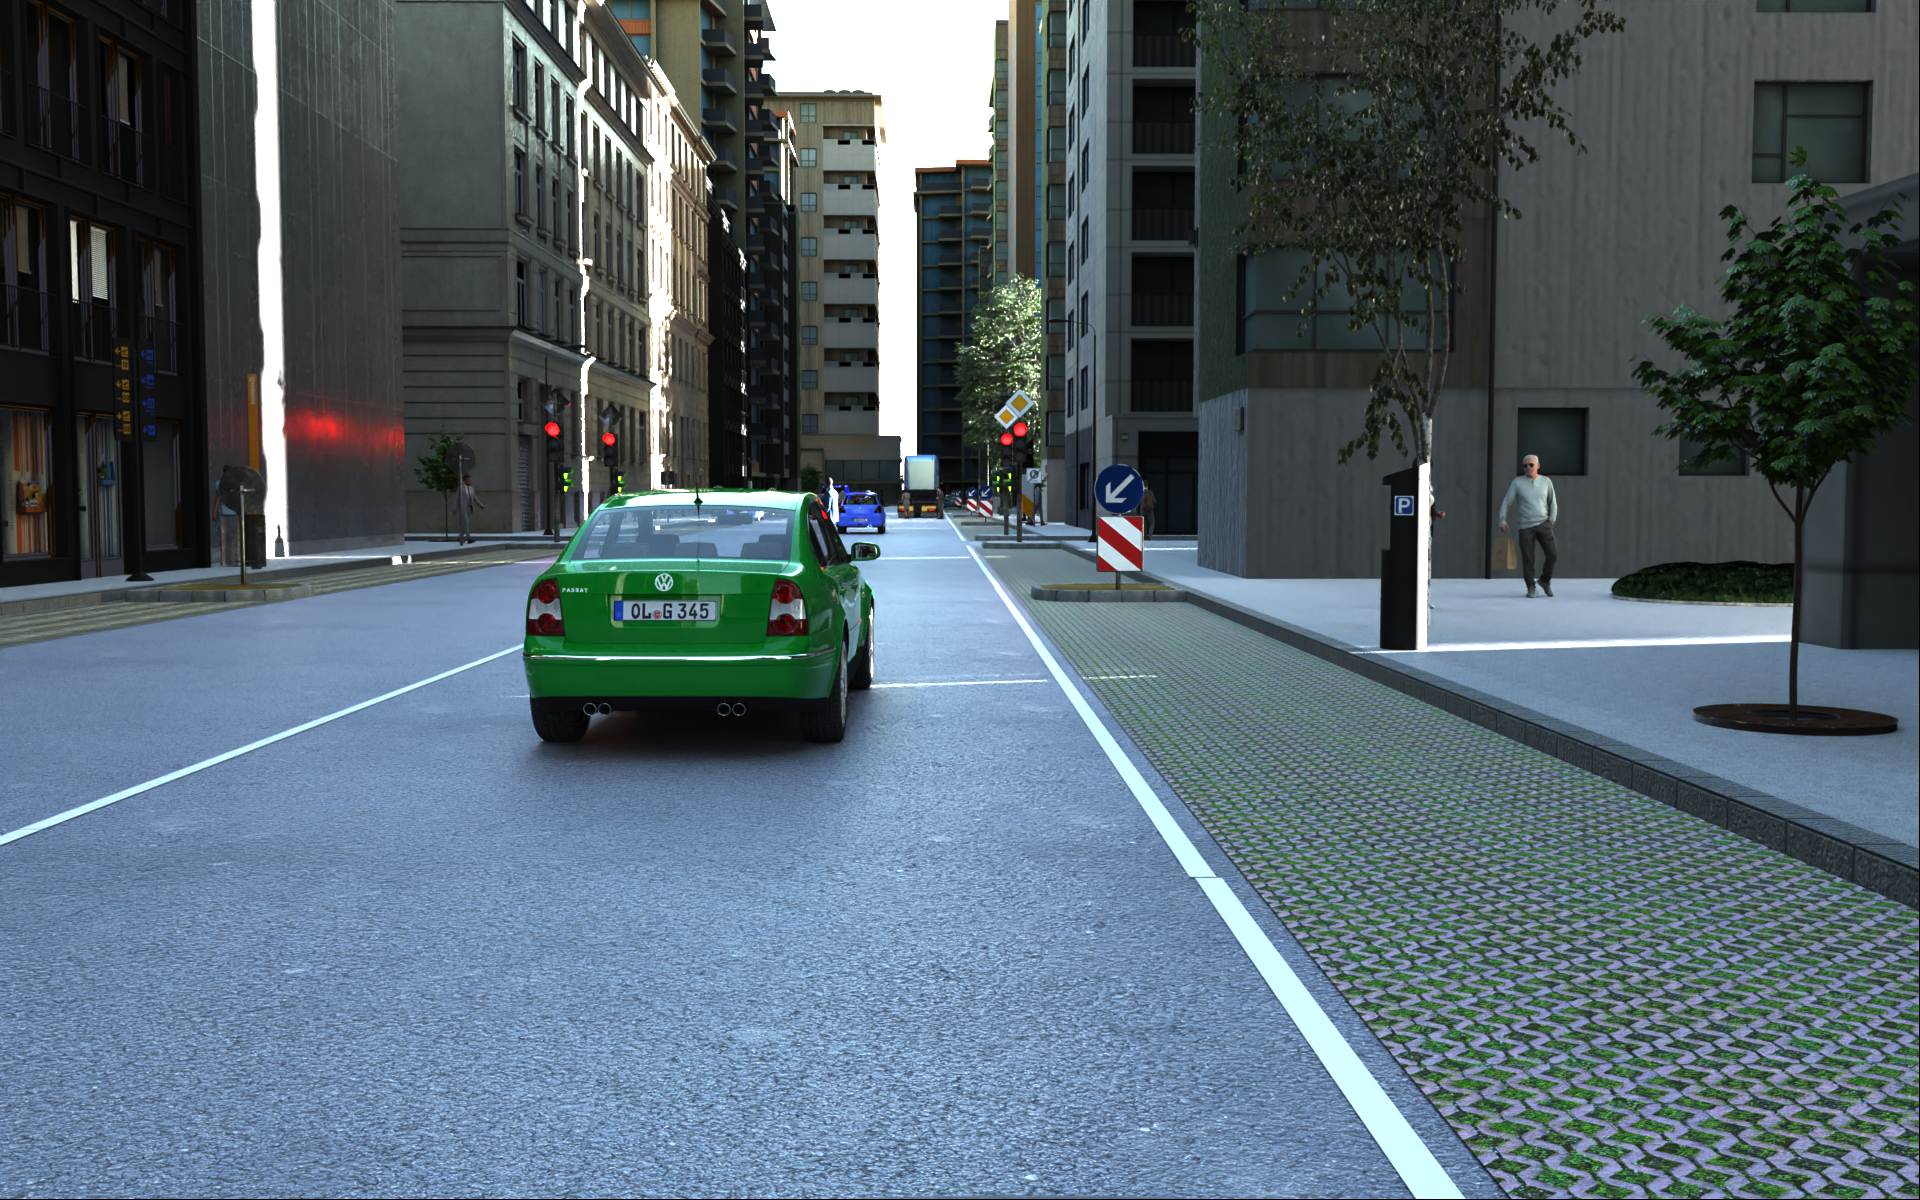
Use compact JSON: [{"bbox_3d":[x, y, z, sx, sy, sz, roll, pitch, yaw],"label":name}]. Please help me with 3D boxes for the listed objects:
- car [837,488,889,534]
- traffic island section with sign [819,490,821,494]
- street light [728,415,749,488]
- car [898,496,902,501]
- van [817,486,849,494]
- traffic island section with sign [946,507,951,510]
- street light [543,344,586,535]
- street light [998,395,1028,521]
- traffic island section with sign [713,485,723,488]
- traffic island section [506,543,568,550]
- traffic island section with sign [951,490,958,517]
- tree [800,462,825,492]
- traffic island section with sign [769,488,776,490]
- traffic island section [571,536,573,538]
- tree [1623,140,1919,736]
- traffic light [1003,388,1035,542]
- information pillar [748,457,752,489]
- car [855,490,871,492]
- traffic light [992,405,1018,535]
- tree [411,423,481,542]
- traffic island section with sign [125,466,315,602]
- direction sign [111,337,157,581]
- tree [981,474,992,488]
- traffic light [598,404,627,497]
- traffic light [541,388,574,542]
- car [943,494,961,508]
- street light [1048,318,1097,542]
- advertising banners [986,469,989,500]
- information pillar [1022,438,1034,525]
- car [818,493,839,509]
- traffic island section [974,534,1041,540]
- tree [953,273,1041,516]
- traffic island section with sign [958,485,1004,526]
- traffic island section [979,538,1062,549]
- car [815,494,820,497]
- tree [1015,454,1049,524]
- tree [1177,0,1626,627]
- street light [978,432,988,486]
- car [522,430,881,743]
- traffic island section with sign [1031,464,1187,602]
[{"bbox_3d":[-3.599,-3.299,63.530,1.945,1.707,3.694,0,4,-1],"label":"car"},{"bbox_3d":[-12.290,-9.000,155.772,1.989,1.847,2.006,0,4,-1],"label":"traffic island section with sign"},{"bbox_3d":[-13.033,-7.888,101.506,1.470,5.913,1.316,0,4,-1],"label":"street light"},{"bbox_3d":[-5.424,-10.337,180.802,2.131,1.459,4.920,0,4,-1],"label":"car"},{"bbox_3d":[-9.015,-7.343,124.446,2.240,2.365,5.245,0,4,0],"label":"van"},{"bbox_3d":[-0.273,-9.018,156.068,1.989,1.847,2.006,0,4,-1],"label":"traffic island section with sign"},{"bbox_3d":[-12.274,-4.967,53.755,1.470,5.913,1.316,0,4,-1],"label":"street light"},{"bbox_3d":[2.494,-6.658,81.402,1.470,5.913,1.316,0,4,-1],"label":"street light"},{"bbox_3d":[-10.964,-4.281,78.628,1.989,1.847,2.006,0,4,-1],"label":"traffic island section with sign"},{"bbox_3d":[-10.733,-1.453,46.039,2.009,0.180,2.903,0,4,-1],"label":"traffic island section"},{"bbox_3d":[0.591,-5.969,106.219,1.989,1.847,2.006,0,4,-1],"label":"traffic island section with sign"},{"bbox_3d":[-15.658,-11.958,179.221,4.285,4.588,4.351,0,3,0],"label":"tree"},{"bbox_3d":[-11.425,-5.930,105.579,1.989,1.847,2.006,0,4,-1],"label":"traffic island section with sign"},{"bbox_3d":[-10.869,-1.941,54.023,2.009,0.180,2.903,0,4,-1],"label":"traffic island section"},{"bbox_3d":[4.548,-0.922,9.669,1.663,3.219,1.824,0,3,0],"label":"tree"},{"bbox_3d":[1.567,-3.499,46.130,0.839,4.253,0.868,0,4,-1],"label":"traffic light"},{"bbox_3d":[-13.337,-7.256,109.984,0.183,3.616,0.504,-2,4,-29],"label":"information pillar"},{"bbox_3d":[-9.632,-9.974,171.750,2.281,1.827,5.304,0,4,1],"label":"car"},{"bbox_3d":[1.430,-3.987,54.113,0.839,4.253,0.868,0,4,-1],"label":"traffic light"},{"bbox_3d":[-13.979,-3.202,46.961,1.663,3.219,1.824,0,3,0],"label":"tree"},{"bbox_3d":[-10.028,-0.925,23.760,1.989,1.847,2.006,0,4,-1],"label":"traffic island section with sign"},{"bbox_3d":[-12.126,-2.049,25.505,0.379,3.537,0.876,1,4,13],"label":"direction sign"},{"bbox_3d":[2.521,-8.791,138.331,1.663,3.219,1.824,0,3,0],"label":"tree"},{"bbox_3d":[-10.829,-3.974,53.889,0.839,4.253,0.868,0,4,-1],"label":"traffic light"},{"bbox_3d":[-10.692,-3.485,45.905,0.839,4.253,0.868,0,4,-1],"label":"traffic light"},{"bbox_3d":[-0.799,-9.828,172.687,2.014,1.417,4.499,0,4,-2],"label":"car"},{"bbox_3d":[3.024,-4.486,45.895,1.470,5.913,1.316,0,4,-1],"label":"street light"},{"bbox_3d":[1.867,-7.477,118.432,0.090,3.025,2.074,0,4,5],"label":"advertising banners"},{"bbox_3d":[2.846,-4.954,72.346,0.504,3.616,0.183,-1,4,-10],"label":"information pillar"},{"bbox_3d":[-7.153,-5.312,95.890,2.155,1.783,4.494,0,4,1],"label":"car"},{"bbox_3d":[1.470,-1.954,54.228,2.009,0.180,2.903,0,4,-1],"label":"traffic island section"},{"bbox_3d":[3.965,-11.793,99.476,9.857,13.997,8.962,0,3,0],"label":"tree"},{"bbox_3d":[1.047,-4.319,79.243,1.989,1.847,2.006,0,4,-1],"label":"traffic island section with sign"},{"bbox_3d":[1.607,-1.466,46.244,2.009,0.180,2.903,0,4,-1],"label":"traffic island section"},{"bbox_3d":[-8.679,-5.850,105.431,2.009,1.686,4.222,0,4,-1],"label":"car"},{"bbox_3d":[3.260,-4.948,75.495,1.663,3.219,1.824,0,3,0],"label":"tree"},{"bbox_3d":[4.246,-4.051,16.591,4.360,8.622,3.978,0,3,0],"label":"tree"},{"bbox_3d":[1.527,-9.567,128.959,1.470,5.913,1.316,0,4,-1],"label":"street light"},{"bbox_3d":[-1.535,-0.157,11.367,1.959,1.807,4.718,0,4,1],"label":"car"},{"bbox_3d":[1.994,-0.924,23.739,1.989,1.847,2.006,0,4,-1],"label":"traffic island section with sign"}]
